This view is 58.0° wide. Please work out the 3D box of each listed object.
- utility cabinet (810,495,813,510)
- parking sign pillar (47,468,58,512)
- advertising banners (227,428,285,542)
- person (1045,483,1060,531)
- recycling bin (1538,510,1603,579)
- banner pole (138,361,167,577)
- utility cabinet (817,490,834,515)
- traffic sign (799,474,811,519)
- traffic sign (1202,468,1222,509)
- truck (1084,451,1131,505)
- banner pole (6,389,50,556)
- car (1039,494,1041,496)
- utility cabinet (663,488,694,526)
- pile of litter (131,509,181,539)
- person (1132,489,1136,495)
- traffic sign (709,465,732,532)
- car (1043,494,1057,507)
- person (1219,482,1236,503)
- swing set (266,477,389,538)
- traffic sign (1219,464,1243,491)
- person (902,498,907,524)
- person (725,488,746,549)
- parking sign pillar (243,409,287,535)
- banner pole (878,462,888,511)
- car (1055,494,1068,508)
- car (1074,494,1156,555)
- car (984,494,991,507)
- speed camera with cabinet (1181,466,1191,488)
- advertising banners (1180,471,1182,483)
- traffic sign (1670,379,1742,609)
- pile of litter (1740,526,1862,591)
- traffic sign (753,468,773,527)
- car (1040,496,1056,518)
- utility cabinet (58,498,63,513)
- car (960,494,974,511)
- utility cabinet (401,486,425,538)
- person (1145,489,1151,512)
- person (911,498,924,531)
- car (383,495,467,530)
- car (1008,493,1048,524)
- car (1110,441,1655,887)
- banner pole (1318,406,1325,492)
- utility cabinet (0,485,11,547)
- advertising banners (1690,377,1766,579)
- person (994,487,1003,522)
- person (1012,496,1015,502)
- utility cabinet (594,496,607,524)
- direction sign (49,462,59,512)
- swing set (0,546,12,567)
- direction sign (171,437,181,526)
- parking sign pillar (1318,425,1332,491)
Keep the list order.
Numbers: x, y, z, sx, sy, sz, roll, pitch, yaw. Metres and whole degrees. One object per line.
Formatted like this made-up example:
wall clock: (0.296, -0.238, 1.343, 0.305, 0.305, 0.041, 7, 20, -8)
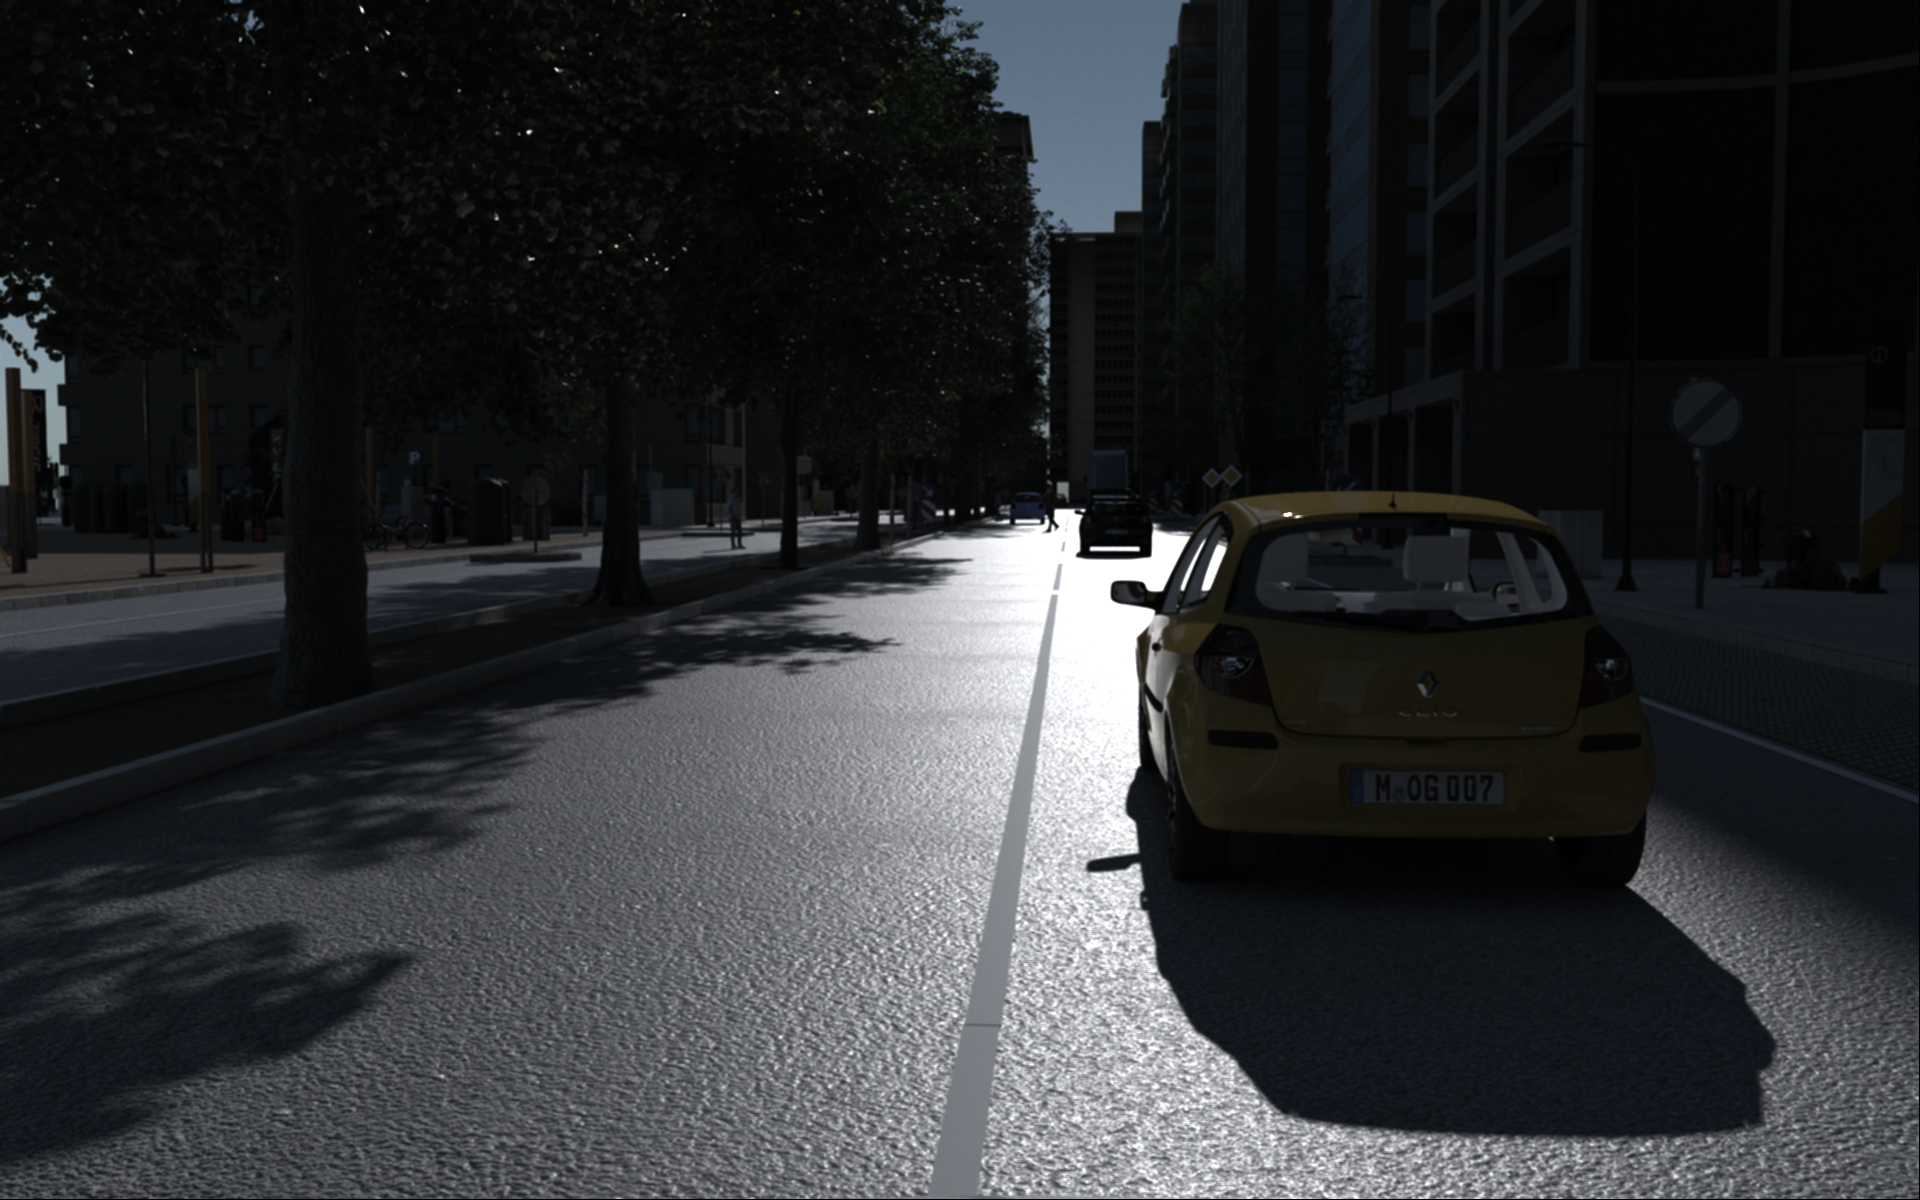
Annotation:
utility cabinet: (-11.667, -7.906, 140.420, 1.020, 1.237, 0.306, 1, 4, 10)
parking sign pillar: (-66.190, -8.372, 125.347, 1.447, 3.967, 1.447, 0, 4, 0)
advertising banners: (-18.699, -3.051, 46.074, 2.074, 3.025, 0.090, 2, 4, 23)
person: (3.513, -3.570, 66.773, 0.836, 1.842, 0.656, -3, 5, -44)
recycling bin: (9.314, -0.851, 26.467, 0.722, 1.027, 0.722, -1, 4, -10)
banner pole: (-12.729, -2.271, 27.153, 0.401, 3.779, 0.863, -2, 4, -29)
utility cabinet: (-8.083, -5.778, 103.157, 1.173, 1.500, 0.318, 2, 4, 28)
traffic sign: (-7.976, -5.310, 88.941, 0.606, 2.300, 0.079, 0, 4, 6)
traffic sign: (9.576, -3.807, 65.890, 0.795, 2.450, 0.064, 0, 4, 4)
truck: (8.976, -6.880, 102.244, 2.967, 4.110, 18.799, 0, 4, 3)
banner pole: (-19.579, -2.832, 36.324, 0.863, 3.779, 0.401, -2, 4, -31)
car: (5.606, -7.473, 132.413, 2.015, 1.641, 3.980, 0, 4, 2)
utility cabinet: (-11.091, -3.649, 68.347, 1.173, 1.500, 0.318, 1, 4, 12)
pile of litter: (-23.329, -2.210, 50.095, 1.719, 0.858, 1.176, 2, 4, 30)
person: (13.909, -7.929, 137.981, 0.795, 1.843, 0.661, 3, 5, 40)
traffic sign: (-8.148, -3.389, 59.054, 0.795, 2.450, 0.064, 0, 4, 4)
car: (9.723, -11.027, 189.329, 2.155, 1.783, 4.494, 0, 4, 4)
person: (8.421, -2.810, 54.629, 0.537, 1.800, 0.526, 2, 4, 32)
swing set: (-18.329, -3.194, 49.845, 2.862, 2.851, 3.119, 0, 4, 2)
traffic sign: (9.059, -3.320, 57.921, 0.795, 2.450, 0.064, 0, 4, 4)
person: (-2.472, -4.512, 82.470, 0.583, 1.804, 0.606, -1, 4, -9)
person: (-5.847, -2.126, 45.066, 0.330, 1.601, 0.589, 3, 5, 42)
parking sign pillar: (-21.748, -4.024, 54.257, 1.447, 3.967, 1.447, 2, 4, 33)
banner pole: (-6.018, -8.811, 134.071, 0.863, 3.779, 0.401, 0, 4, 1)
car: (10.442, -10.574, 183.111, 2.015, 1.641, 3.980, 0, 4, 5)
car: (3.772, -1.972, 42.036, 2.009, 1.686, 4.222, 0, 4, 4)
car: (3.610, -11.120, 191.593, 2.009, 1.686, 4.222, 0, 4, 3)
speed camera with cabinet: (16.063, -7.934, 124.060, 0.660, 3.252, 2.038, 0, 4, -3)
advertising banners: (16.645, -8.144, 129.350, 0.090, 3.025, 2.074, 1, 4, 21)
traffic sign: (8.266, -1.173, 19.287, 0.768, 2.556, 0.104, 0, 4, 6)
pile of litter: (11.515, -0.584, 23.506, 1.176, 0.858, 1.719, -1, 4, -22)
traffic sign: (-7.631, -3.876, 67.022, 0.795, 2.450, 0.064, 0, 4, 4)
car: (4.677, -5.463, 101.892, 1.945, 1.354, 3.894, 0, 4, 5)
utility cabinet: (-62.371, -6.672, 120.243, 0.306, 1.237, 1.020, -3, 5, -40)
car: (0.674, -8.441, 147.793, 2.009, 1.686, 4.222, 0, 4, 2)
utility cabinet: (-15.819, -2.535, 50.132, 0.318, 1.500, 1.173, 0, 4, 0)
person: (14.623, -7.688, 134.113, 0.656, 1.842, 0.836, 0, 4, 0)
person: (-1.662, -3.389, 64.395, 0.515, 1.767, 0.782, -1, 4, -20)
car: (-18.994, -3.186, 64.091, 4.499, 1.417, 2.014, 0, 4, 3)
car: (3.252, -4.504, 83.224, 1.945, 1.707, 3.694, 0, 4, 3)
car: (1.702, 0.149, 7.792, 2.015, 1.641, 3.980, 0, 4, 3)
banner pole: (10.268, -3.623, 49.247, 0.401, 3.779, 0.863, 0, 4, 1)
utility cabinet: (-23.107, -2.016, 41.636, 1.173, 1.500, 0.318, 2, 4, 32)
advertising banners: (11.699, -1.851, 26.447, 2.074, 3.025, 0.090, -2, 4, -35)
person: (2.006, -5.001, 90.527, 0.793, 1.790, 0.793, -3, 4, -38)
person: (3.251, -5.676, 105.586, 0.425, 1.301, 0.394, -2, 4, -30)
utility cabinet: (-14.556, -3.684, 71.396, 1.020, 1.237, 0.306, 0, 4, -7)
direction sign: (-64.966, -8.090, 124.275, 0.379, 3.537, 0.876, 1, 4, 11)
swing set: (-17.458, -1.889, 28.510, 2.862, 2.851, 3.119, -1, 4, -23)
direction sign: (-31.457, -4.732, 69.358, 0.379, 3.537, 0.876, -2, 4, -34)
parking sign pillar: (14.437, -4.899, 68.567, 1.447, 3.967, 1.447, 1, 4, 17)
